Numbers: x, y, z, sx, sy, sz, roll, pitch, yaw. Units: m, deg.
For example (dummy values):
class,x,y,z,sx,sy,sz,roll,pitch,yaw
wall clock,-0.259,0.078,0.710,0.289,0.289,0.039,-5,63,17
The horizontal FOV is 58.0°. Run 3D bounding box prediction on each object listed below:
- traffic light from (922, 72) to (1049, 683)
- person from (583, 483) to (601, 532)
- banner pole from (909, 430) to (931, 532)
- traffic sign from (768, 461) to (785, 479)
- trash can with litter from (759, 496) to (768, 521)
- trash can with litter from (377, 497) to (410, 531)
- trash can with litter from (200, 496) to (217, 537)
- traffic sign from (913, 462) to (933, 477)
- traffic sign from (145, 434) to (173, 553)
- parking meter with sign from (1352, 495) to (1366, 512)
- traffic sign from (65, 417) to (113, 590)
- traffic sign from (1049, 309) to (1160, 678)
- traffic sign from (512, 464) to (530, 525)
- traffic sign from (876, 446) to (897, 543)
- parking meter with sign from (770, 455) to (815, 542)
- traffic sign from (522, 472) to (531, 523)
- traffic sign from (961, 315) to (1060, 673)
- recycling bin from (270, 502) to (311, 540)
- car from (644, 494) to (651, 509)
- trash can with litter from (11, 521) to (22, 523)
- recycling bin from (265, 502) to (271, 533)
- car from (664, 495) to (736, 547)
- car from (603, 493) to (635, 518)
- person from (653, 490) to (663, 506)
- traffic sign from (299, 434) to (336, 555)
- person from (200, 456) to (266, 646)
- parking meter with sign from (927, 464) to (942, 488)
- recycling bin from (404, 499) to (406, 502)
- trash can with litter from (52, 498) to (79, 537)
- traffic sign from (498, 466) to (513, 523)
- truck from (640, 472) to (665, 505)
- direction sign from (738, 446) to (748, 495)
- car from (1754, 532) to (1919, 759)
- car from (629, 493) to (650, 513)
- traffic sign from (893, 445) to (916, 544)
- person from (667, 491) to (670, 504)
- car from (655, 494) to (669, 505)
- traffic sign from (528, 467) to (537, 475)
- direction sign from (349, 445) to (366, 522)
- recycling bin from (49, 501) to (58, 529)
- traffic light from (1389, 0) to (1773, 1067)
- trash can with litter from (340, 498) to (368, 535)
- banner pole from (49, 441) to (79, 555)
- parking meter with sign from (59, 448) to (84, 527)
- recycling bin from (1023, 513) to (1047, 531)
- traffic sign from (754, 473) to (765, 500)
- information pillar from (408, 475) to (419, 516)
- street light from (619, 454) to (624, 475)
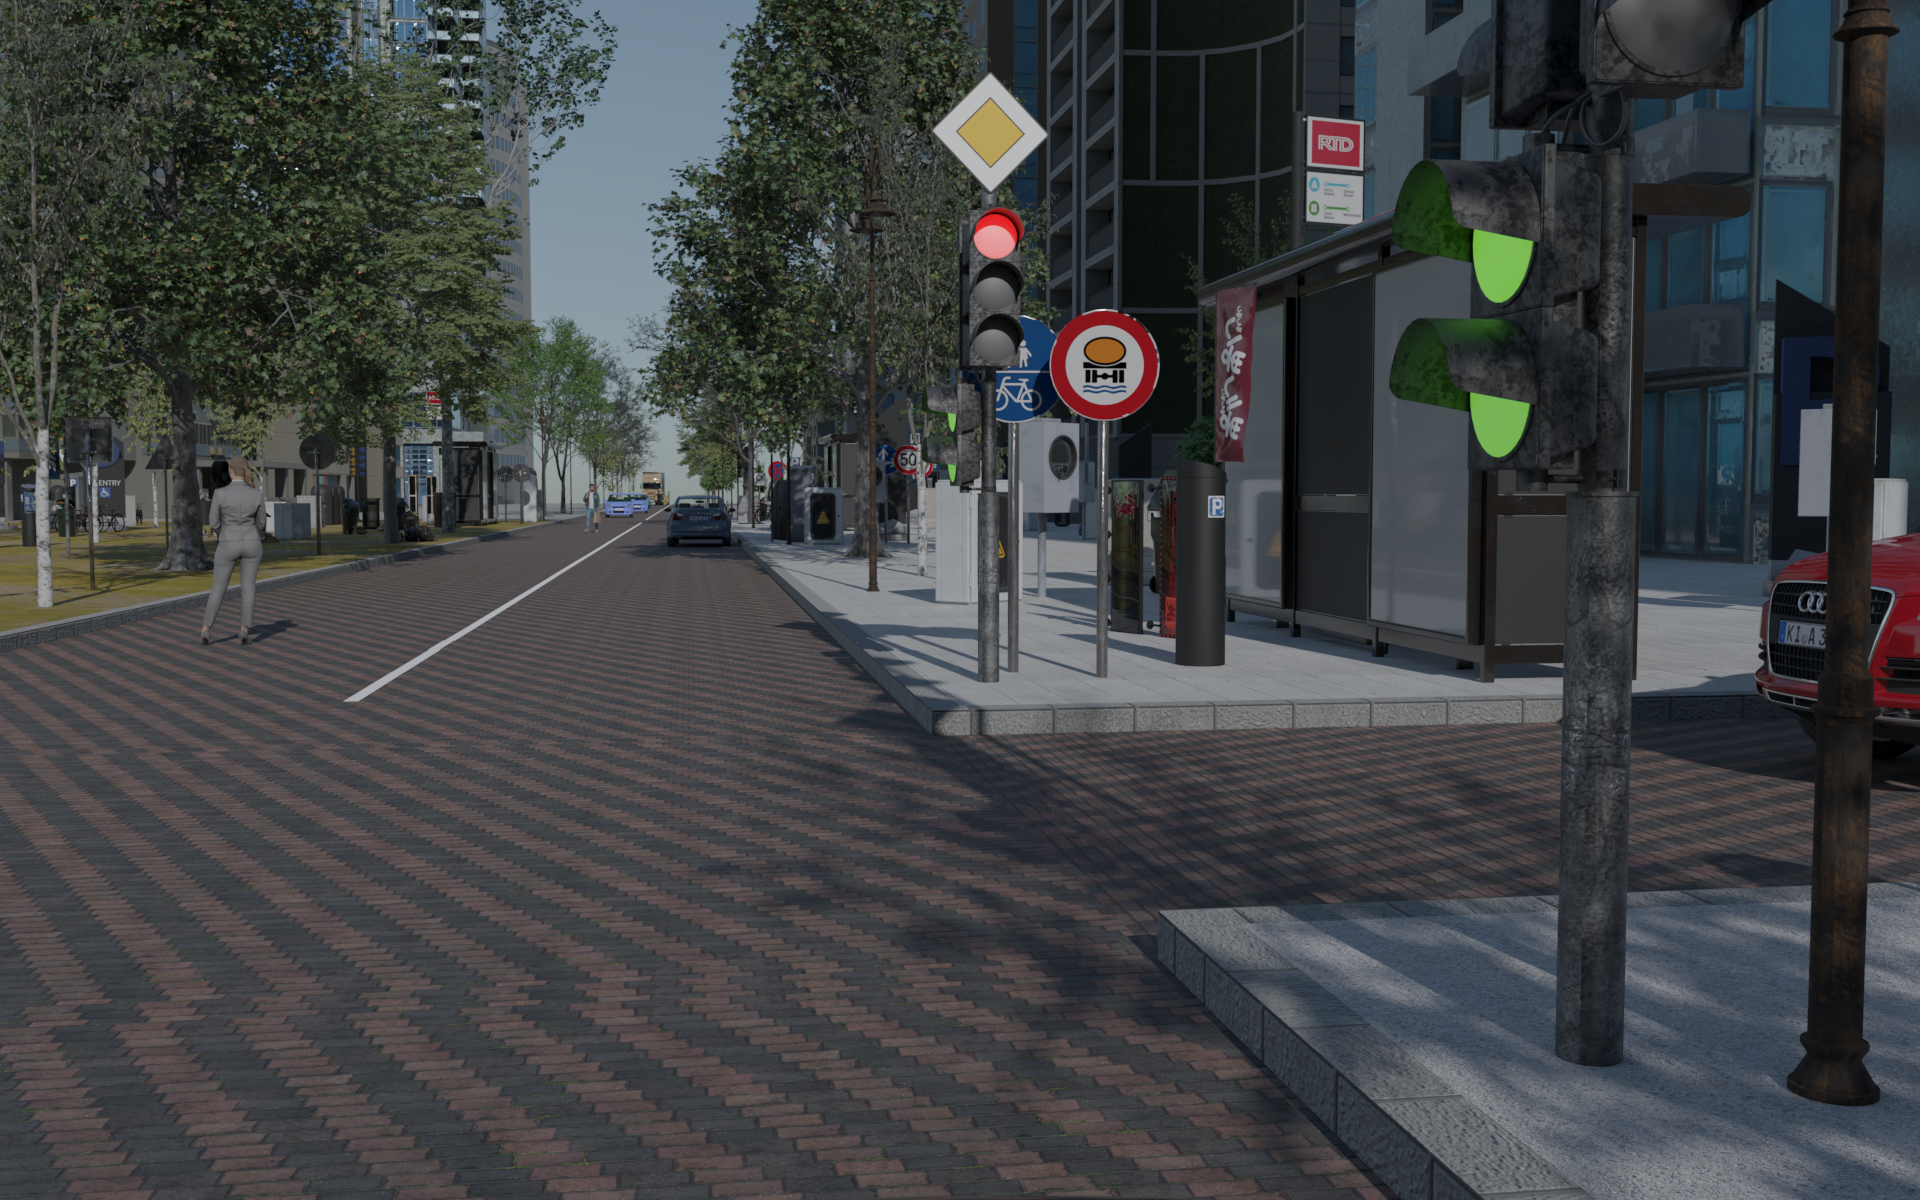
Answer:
class,x,y,z,sx,sy,sz,roll,pitch,yaw
traffic light,0.176,-1.395,11.721,0.839,4.253,0.868,-1,4,-9
person,-13.617,-3.413,64.289,0.794,1.824,0.713,1,4,15
banner pole,-1.393,-4.228,59.137,0.863,3.779,0.401,2,4,30
traffic sign,-7.010,-4.072,66.683,0.768,2.556,0.104,0,4,-6
trash can with litter,-9.618,-4.314,81.915,1.055,1.170,0.624,0,4,-8
trash can with litter,-19.608,-2.965,59.869,0.624,1.170,1.055,2,4,27
trash can with litter,-22.820,-2.485,51.689,1.678,1.210,2.233,1,4,10
traffic sign,-1.216,-3.294,53.970,0.768,2.556,0.104,0,4,-3
traffic sign,-17.141,-2.287,37.391,0.884,2.594,0.081,0,4,0
parking meter with sign,8.504,-2.542,37.815,1.738,3.016,0.543,0,4,-5
traffic sign,-11.537,-1.275,22.975,0.606,2.300,0.079,0,4,-1
traffic sign,0.993,-0.730,12.037,0.768,2.556,0.104,0,4,-5
traffic sign,-18.450,-4.444,72.770,0.768,2.556,0.104,0,4,1
traffic sign,-1.947,-2.777,45.513,0.768,2.556,0.104,-1,4,-9
parking meter with sign,-4.238,-3.055,46.204,1.738,3.016,0.543,1,4,14
traffic sign,-19.443,-4.697,76.909,0.768,2.556,0.104,0,4,0
traffic sign,0.384,-0.752,12.402,0.768,2.556,0.104,0,4,-3
recycling bin,-18.815,-2.218,48.821,0.722,1.027,0.722,2,4,24
car,-31.314,-9.867,170.126,1.959,1.807,4.718,-1,4,-11
trash can with litter,-40.860,-3.992,76.330,1.678,1.210,2.233,-1,4,-19
recycling bin,-22.599,-2.739,57.344,0.722,1.027,0.722,0,4,-8
car,-7.304,-2.240,48.624,2.014,1.417,4.499,0,4,-7
car,-20.911,-5.917,106.327,1.945,1.707,3.694,-1,4,-10
person,-36.125,-12.197,207.544,1.348,1.869,0.705,-2,4,-34
traffic sign,-13.519,-2.223,36.454,0.768,2.556,0.104,0,4,0
person,-6.909,-0.469,16.446,0.573,1.790,0.520,3,5,41
parking meter with sign,-1.712,-5.213,81.493,1.738,3.016,0.543,-3,4,-38
recycling bin,-26.581,-4.220,81.545,0.722,1.027,0.722,1,4,20
trash can with litter,-26.840,-2.484,51.995,0.624,1.170,1.055,-1,4,-19
traffic sign,-20.360,-4.740,77.604,0.768,2.556,0.104,0,4,-1
truck,-39.196,-14.220,221.411,2.839,4.237,11.283,0,4,-8
direction sign,-10.319,-5.544,82.641,0.379,3.537,0.876,2,4,29
car,6.736,-0.014,8.908,5.304,1.827,2.281,-1,4,-10
car,-24.276,-7.368,130.064,1.945,1.707,3.694,-1,4,-10
traffic sign,-1.334,-2.734,44.799,0.768,2.556,0.104,0,4,-2
person,-40.697,-14.267,241.770,0.705,1.823,1.348,-1,4,-19
car,-40.022,-13.586,232.353,2.015,1.641,3.980,0,4,-7
traffic sign,-20.497,-5.031,82.355,0.768,2.556,0.104,0,4,-8
direction sign,-27.884,-5.395,80.209,0.876,3.537,0.379,1,4,17
recycling bin,-34.000,-3.163,64.272,0.722,1.027,0.722,1,4,16
traffic light,1.415,-0.912,3.833,0.839,4.253,0.868,-1,4,-9
trash can with litter,-19.182,-2.665,54.966,1.055,1.170,0.624,3,4,36
banner pole,-18.870,-2.825,36.208,0.401,3.779,0.863,1,4,15
parking meter with sign,-34.059,-4.325,66.979,0.543,3.016,1.738,0,4,7
recycling bin,2.569,-2.906,60.073,0.722,1.027,0.722,-1,4,-21
traffic sign,-9.730,-5.016,84.145,0.606,2.300,0.079,0,4,1
information pillar,-21.139,-3.823,66.993,0.304,2.012,0.304,0,4,-5
street light,-36.946,-13.239,189.243,0.468,5.910,1.993,-1,4,-9
